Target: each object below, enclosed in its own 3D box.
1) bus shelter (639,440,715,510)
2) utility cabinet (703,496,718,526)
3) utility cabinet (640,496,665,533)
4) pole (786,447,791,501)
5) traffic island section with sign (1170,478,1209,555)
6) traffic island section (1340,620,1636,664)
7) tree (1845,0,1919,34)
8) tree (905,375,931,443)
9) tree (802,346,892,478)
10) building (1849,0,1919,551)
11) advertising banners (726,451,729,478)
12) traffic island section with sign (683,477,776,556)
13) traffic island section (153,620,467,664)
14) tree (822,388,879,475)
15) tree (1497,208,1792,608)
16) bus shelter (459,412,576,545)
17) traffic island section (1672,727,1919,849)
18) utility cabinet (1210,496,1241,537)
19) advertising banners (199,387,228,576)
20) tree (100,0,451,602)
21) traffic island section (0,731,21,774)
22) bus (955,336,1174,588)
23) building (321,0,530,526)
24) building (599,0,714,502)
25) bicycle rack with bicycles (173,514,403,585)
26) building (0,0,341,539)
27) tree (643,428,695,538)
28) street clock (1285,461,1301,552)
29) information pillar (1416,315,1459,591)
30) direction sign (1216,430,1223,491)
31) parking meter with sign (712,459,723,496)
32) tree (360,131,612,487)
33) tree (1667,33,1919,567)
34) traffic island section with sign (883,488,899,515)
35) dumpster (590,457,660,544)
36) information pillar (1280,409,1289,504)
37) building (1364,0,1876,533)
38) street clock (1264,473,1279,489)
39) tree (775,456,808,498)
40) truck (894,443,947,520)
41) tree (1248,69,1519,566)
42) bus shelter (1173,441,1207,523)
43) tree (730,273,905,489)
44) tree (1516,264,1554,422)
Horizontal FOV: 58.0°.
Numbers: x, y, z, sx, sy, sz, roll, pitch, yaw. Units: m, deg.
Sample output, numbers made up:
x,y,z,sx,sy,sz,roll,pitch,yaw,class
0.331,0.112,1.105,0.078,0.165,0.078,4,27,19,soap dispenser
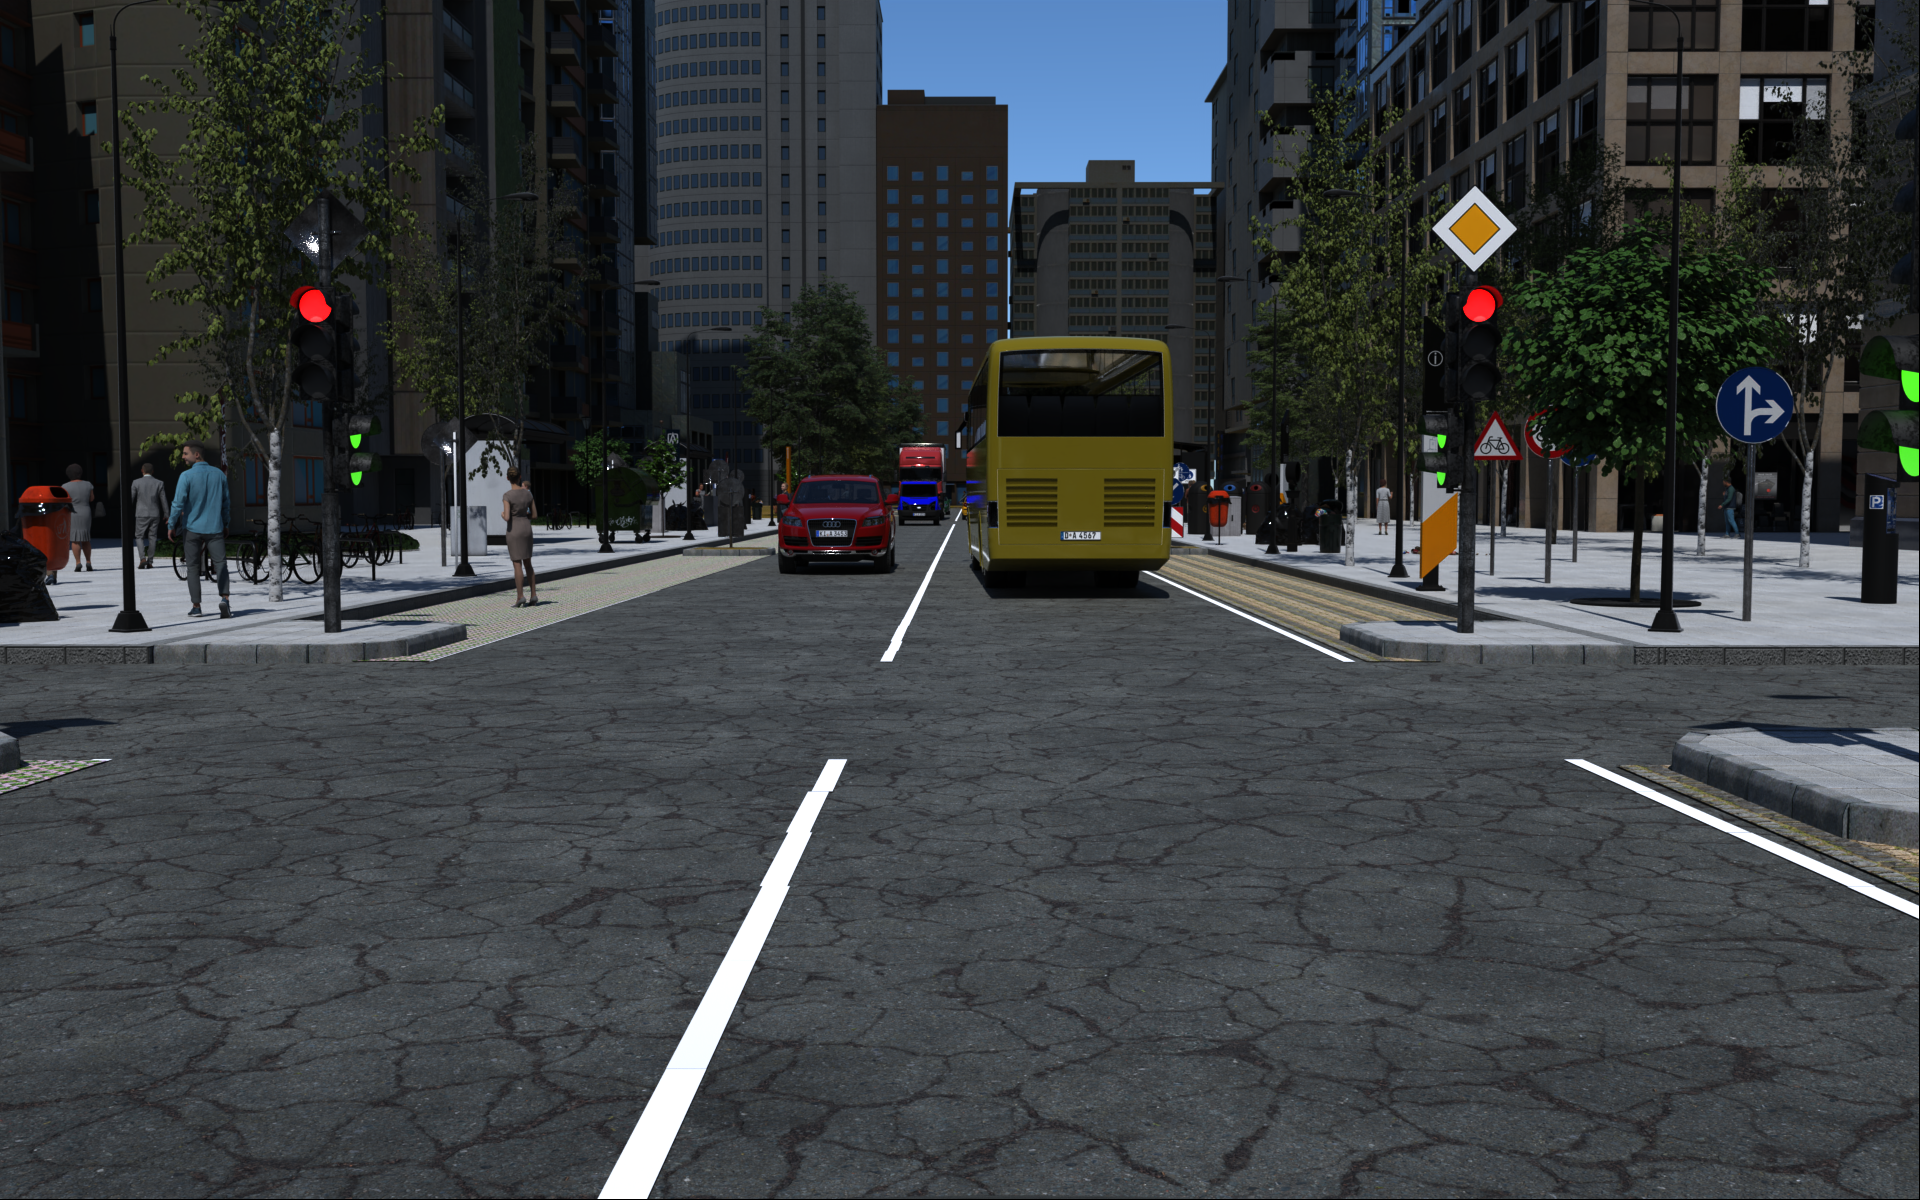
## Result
x,y,z,sx,sy,sz,roll,pitch,yaw,class
-10.849,-4.459,66.836,2.014,3.302,5.546,0,4,0,bus shelter
-10.080,-3.618,70.321,0.306,1.237,1.020,-2,4,-30,utility cabinet
-10.303,-2.834,57.505,1.020,1.237,0.306,1,4,16,utility cabinet
-7.356,-4.929,74.431,0.158,3.312,0.155,0,3,0,pole
4.841,-2.011,41.515,1.989,1.847,2.006,0,4,0,traffic island section with sign
4.699,0.383,16.026,2.009,0.180,2.903,0,4,0,traffic island section
13.534,-4.463,23.327,4.360,8.622,3.978,0,3,0,tree
-7.380,-15.560,161.060,9.857,13.997,8.962,0,3,0,tree
-8.392,-12.871,128.574,7.486,12.596,7.792,0,3,0,tree
31.404,-15.229,34.892,20.117,28.700,13.634,0,4,0,building
-9.272,-4.525,70.177,0.090,3.025,2.074,-1,4,-18,advertising banners
-5.379,-1.961,40.688,1.989,1.847,2.006,0,4,0,traffic island section with sign
-5.842,0.379,16.087,2.009,0.180,2.903,0,4,0,traffic island section
-7.471,-9.830,111.084,4.737,8.622,4.395,0,3,0,tree
7.803,-2.224,20.077,4.285,4.588,4.351,0,3,0,tree
-11.743,-3.169,45.741,2.014,3.302,5.546,0,4,0,bus shelter
4.656,0.871,8.041,2.009,0.180,2.903,0,4,0,traffic island section
8.033,-2.534,52.592,1.020,1.237,0.306,-1,4,-23,utility cabinet
-11.999,-1.935,27.822,0.090,3.025,2.074,-1,4,-9,advertising banners
-8.211,-4.298,20.639,4.737,8.622,4.395,0,3,0,tree
-5.885,0.867,8.102,2.009,0.180,2.903,0,4,0,traffic island section
1.483,-2.311,29.328,2.896,3.916,12.252,0,4,-1,bus
-27.413,-23.885,74.111,14.154,41.232,14.086,0,4,0,building
-37.519,-50.655,140.873,31.000,86.520,22.319,0,4,0,building
-9.938,-0.742,25.515,2.852,0.926,2.925,-3,5,-43,bicycle rack with bicycles
-34.878,-12.149,43.676,27.650,21.520,28.899,0,4,0,building
-8.613,-3.447,50.964,1.663,3.219,1.824,0,3,0,tree
7.386,-2.072,38.447,0.358,2.002,0.471,2,4,27,street clock
6.313,-1.925,22.833,0.504,3.616,0.183,0,4,-5,information pillar
9.290,-4.285,62.063,0.379,3.537,0.876,1,4,21,direction sign
-11.968,-5.439,85.180,0.543,3.016,1.738,0,4,-4,parking meter with sign
-9.156,-5.147,34.510,4.360,8.622,3.978,0,3,0,tree
14.802,-4.891,30.324,4.360,8.622,3.978,0,3,0,tree
-4.968,-6.680,117.843,1.989,1.847,2.006,0,4,0,traffic island section with sign
-8.792,-2.628,45.455,1.502,2.255,1.985,0,4,0,dumpster
8.929,-3.443,47.648,0.183,3.616,0.504,2,4,28,information pillar
30.903,-16.476,73.892,19.350,26.468,34.151,0,4,0,building
10.732,-3.371,59.690,0.471,2.002,0.358,-2,4,-30,street clock
-8.427,-5.571,85.680,1.663,3.219,1.824,0,3,0,tree
-2.095,-6.663,97.848,2.839,4.237,11.283,0,4,0,truck
6.965,-4.894,30.386,4.737,8.622,4.395,0,3,0,tree
10.307,-5.425,79.986,1.731,3.624,6.357,0,4,0,bus shelter
-8.652,-11.936,101.805,9.857,13.997,8.962,0,3,0,tree
16.301,-6.222,52.098,4.737,8.622,4.395,0,3,0,tree
